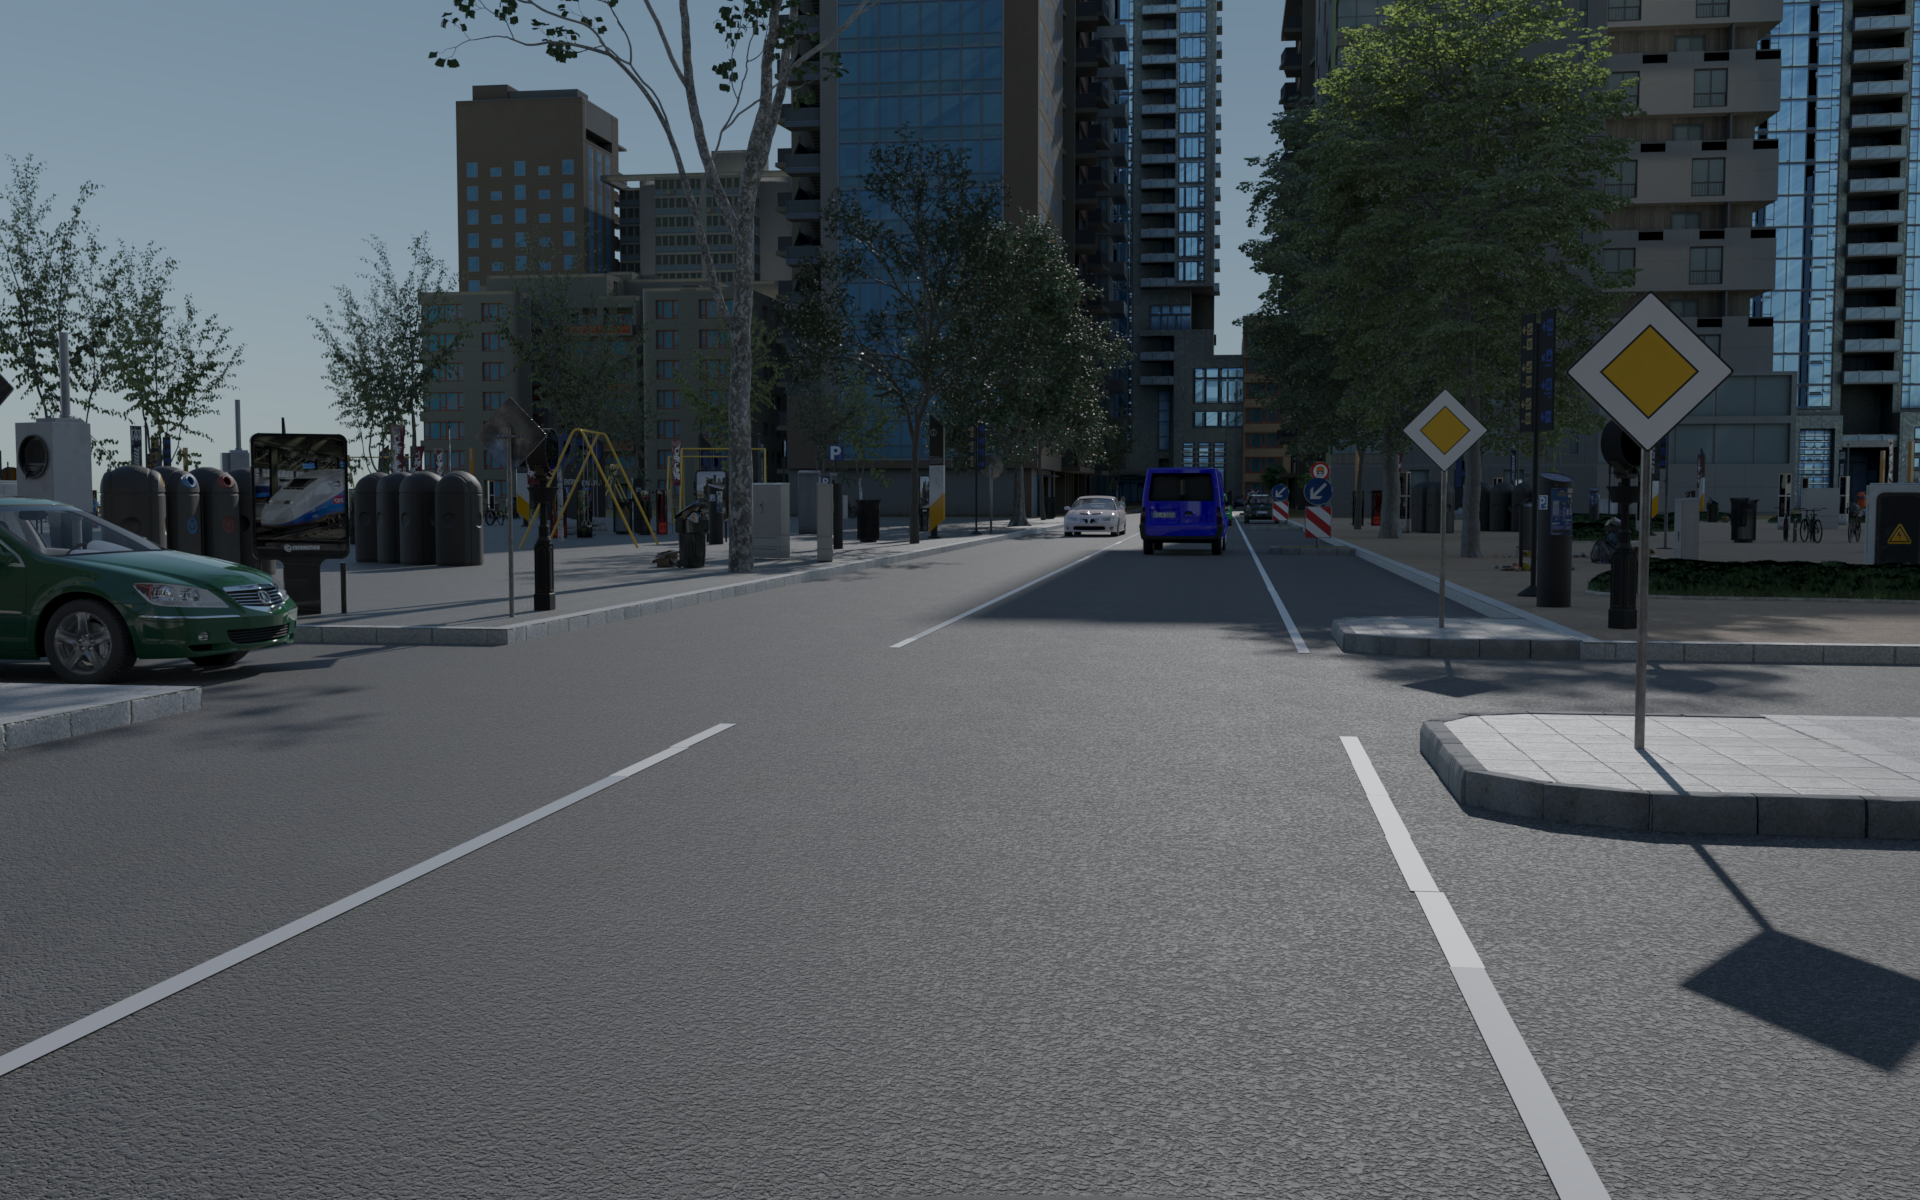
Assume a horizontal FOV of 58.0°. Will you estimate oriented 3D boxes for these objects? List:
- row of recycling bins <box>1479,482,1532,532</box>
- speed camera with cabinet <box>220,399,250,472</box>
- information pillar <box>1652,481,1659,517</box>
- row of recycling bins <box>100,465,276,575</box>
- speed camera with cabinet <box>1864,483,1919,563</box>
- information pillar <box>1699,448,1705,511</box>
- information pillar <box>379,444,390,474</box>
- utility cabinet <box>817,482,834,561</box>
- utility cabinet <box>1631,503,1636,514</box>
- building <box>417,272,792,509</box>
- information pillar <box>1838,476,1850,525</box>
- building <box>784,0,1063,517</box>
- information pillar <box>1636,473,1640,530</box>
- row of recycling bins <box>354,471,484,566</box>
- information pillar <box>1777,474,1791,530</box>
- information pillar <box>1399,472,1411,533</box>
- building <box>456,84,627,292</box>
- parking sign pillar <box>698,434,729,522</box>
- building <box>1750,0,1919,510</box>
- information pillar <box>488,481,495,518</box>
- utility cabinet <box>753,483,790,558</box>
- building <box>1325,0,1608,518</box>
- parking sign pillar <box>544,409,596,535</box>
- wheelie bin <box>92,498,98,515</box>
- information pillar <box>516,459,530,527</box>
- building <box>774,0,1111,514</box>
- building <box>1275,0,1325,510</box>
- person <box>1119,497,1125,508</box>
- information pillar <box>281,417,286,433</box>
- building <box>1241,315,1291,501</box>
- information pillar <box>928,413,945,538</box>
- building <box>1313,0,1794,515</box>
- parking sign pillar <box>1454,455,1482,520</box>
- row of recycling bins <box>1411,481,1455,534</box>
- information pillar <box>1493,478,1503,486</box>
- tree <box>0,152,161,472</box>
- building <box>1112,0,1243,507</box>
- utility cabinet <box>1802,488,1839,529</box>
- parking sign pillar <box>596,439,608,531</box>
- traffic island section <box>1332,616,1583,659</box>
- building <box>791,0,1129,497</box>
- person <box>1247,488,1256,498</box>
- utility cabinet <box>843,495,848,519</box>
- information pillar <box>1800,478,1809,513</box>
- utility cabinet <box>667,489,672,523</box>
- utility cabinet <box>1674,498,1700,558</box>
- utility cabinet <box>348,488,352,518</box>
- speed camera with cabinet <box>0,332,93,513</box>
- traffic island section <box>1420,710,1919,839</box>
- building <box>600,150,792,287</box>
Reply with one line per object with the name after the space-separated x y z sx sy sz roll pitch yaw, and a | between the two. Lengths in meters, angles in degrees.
18.943 -3.175 59.028 1.069 1.692 3.534 -3 4 -37 | row of recycling bins
-14.584 -2.596 36.787 2.038 3.252 0.660 -2 4 -28 | speed camera with cabinet
25.894 -4.492 64.805 0.504 3.616 0.183 -1 4 -9 | information pillar
-11.561 -1.154 25.989 1.069 1.692 3.534 1 4 11 | row of recycling bins
14.658 -1.924 25.787 2.038 3.252 0.660 2 4 28 | speed camera with cabinet
37.473 -5.879 87.477 0.183 3.616 0.504 0 4 2 | information pillar
-27.100 -5.521 81.617 0.504 3.616 0.183 0 4 3 | information pillar
-2.577 -1.503 33.246 0.318 1.500 1.173 0 4 -4 | utility cabinet
33.884 -4.754 86.398 0.318 1.500 1.173 0 4 -4 | utility cabinet
-30.051 -19.269 160.082 28.899 21.520 27.650 1 4 9 | building
36.533 -4.103 71.584 0.304 2.012 0.304 -3 5 -43 | information pillar
-1.554 -27.581 101.068 14.600 45.320 14.200 1 4 9 | building
21.278 -3.025 53.959 0.304 2.012 0.304 3 5 44 | information pillar
-10.029 -1.519 31.946 3.534 1.692 1.069 3 5 41 | row of recycling bins
29.629 -3.532 62.240 0.304 2.012 0.304 -2 4 -32 | information pillar
14.646 -3.218 57.114 0.304 2.012 0.304 2 4 35 | information pillar
-45.968 -33.173 192.489 14.200 45.320 14.600 1 4 9 | building
-11.307 -5.530 78.884 1.447 3.967 1.447 2 4 34 | parking sign pillar
71.633 -50.941 145.552 31.000 86.520 22.319 1 4 9 | building
-25.645 -5.522 94.774 0.304 2.012 0.304 -2 4 -26 | information pillar
-3.921 -1.570 34.346 1.173 1.500 0.318 3 4 36 | utility cabinet
28.081 -25.376 98.499 14.154 41.232 14.086 1 4 9 | building
-12.764 -4.097 55.452 1.447 3.967 1.447 1 4 18 | parking sign pillar
-16.863 -1.521 32.772 0.693 1.594 0.980 3 4 38 | wheelie bin
-17.177 -4.693 68.083 0.504 3.616 0.183 -2 4 -24 | information pillar
-0.913 -28.640 122.887 22.147 44.769 28.867 1 4 9 | building
38.332 -30.119 147.064 22.147 44.769 28.867 1 4 9 | building
7.901 -4.425 85.135 0.425 1.301 0.394 -3 4 -36 | person
-20.691 -3.775 53.074 0.183 3.616 0.504 -1 4 -16 | information pillar
44.996 -20.881 186.442 28.899 21.520 27.650 1 4 9 | building
-0.675 -3.595 50.126 0.504 3.616 0.183 2 4 28 | information pillar
38.497 -32.357 118.280 28.713 52.752 27.495 1 4 9 | building
25.578 -6.038 87.192 1.447 3.967 1.447 2 4 32 | parking sign pillar
15.757 -3.108 57.923 1.069 1.692 3.534 0 4 5 | row of recycling bins
24.201 -4.493 77.957 0.304 2.012 0.304 -1 4 -16 | information pillar
-19.619 -5.338 37.632 4.360 8.622 3.978 0 3 0 | tree
14.930 -53.437 186.364 31.000 86.520 22.319 1 4 9 | building
31.400 -3.337 63.234 1.173 1.500 0.318 0 4 4 | utility cabinet
-13.181 -4.437 61.020 1.447 3.967 1.447 -1 4 -20 | parking sign pillar
4.643 0.345 16.633 2.009 0.180 2.903 1 4 9 | traffic island section
-0.298 -32.899 157.511 30.456 49.044 23.786 1 4 9 | building
16.137 -5.322 96.049 0.750 1.759 0.617 2 4 30 | person
-6.172 -4.836 90.228 0.306 1.237 1.020 -2 4 -26 | utility cabinet
37.853 -4.475 77.663 0.304 2.012 0.304 1 4 16 | information pillar
-12.706 -4.025 74.491 0.318 1.500 1.173 0 4 7 | utility cabinet
12.572 -1.152 29.996 0.306 1.237 1.020 1 4 16 | utility cabinet
-23.732 -3.688 68.976 1.173 1.500 0.318 -2 4 -28 | utility cabinet
-11.652 -1.654 21.383 2.038 3.252 0.660 2 4 26 | speed camera with cabinet
3.445 0.828 8.738 2.009 0.180 2.903 1 4 9 | traffic island section
-25.553 -30.973 198.295 23.993 40.220 32.217 1 4 9 | building
